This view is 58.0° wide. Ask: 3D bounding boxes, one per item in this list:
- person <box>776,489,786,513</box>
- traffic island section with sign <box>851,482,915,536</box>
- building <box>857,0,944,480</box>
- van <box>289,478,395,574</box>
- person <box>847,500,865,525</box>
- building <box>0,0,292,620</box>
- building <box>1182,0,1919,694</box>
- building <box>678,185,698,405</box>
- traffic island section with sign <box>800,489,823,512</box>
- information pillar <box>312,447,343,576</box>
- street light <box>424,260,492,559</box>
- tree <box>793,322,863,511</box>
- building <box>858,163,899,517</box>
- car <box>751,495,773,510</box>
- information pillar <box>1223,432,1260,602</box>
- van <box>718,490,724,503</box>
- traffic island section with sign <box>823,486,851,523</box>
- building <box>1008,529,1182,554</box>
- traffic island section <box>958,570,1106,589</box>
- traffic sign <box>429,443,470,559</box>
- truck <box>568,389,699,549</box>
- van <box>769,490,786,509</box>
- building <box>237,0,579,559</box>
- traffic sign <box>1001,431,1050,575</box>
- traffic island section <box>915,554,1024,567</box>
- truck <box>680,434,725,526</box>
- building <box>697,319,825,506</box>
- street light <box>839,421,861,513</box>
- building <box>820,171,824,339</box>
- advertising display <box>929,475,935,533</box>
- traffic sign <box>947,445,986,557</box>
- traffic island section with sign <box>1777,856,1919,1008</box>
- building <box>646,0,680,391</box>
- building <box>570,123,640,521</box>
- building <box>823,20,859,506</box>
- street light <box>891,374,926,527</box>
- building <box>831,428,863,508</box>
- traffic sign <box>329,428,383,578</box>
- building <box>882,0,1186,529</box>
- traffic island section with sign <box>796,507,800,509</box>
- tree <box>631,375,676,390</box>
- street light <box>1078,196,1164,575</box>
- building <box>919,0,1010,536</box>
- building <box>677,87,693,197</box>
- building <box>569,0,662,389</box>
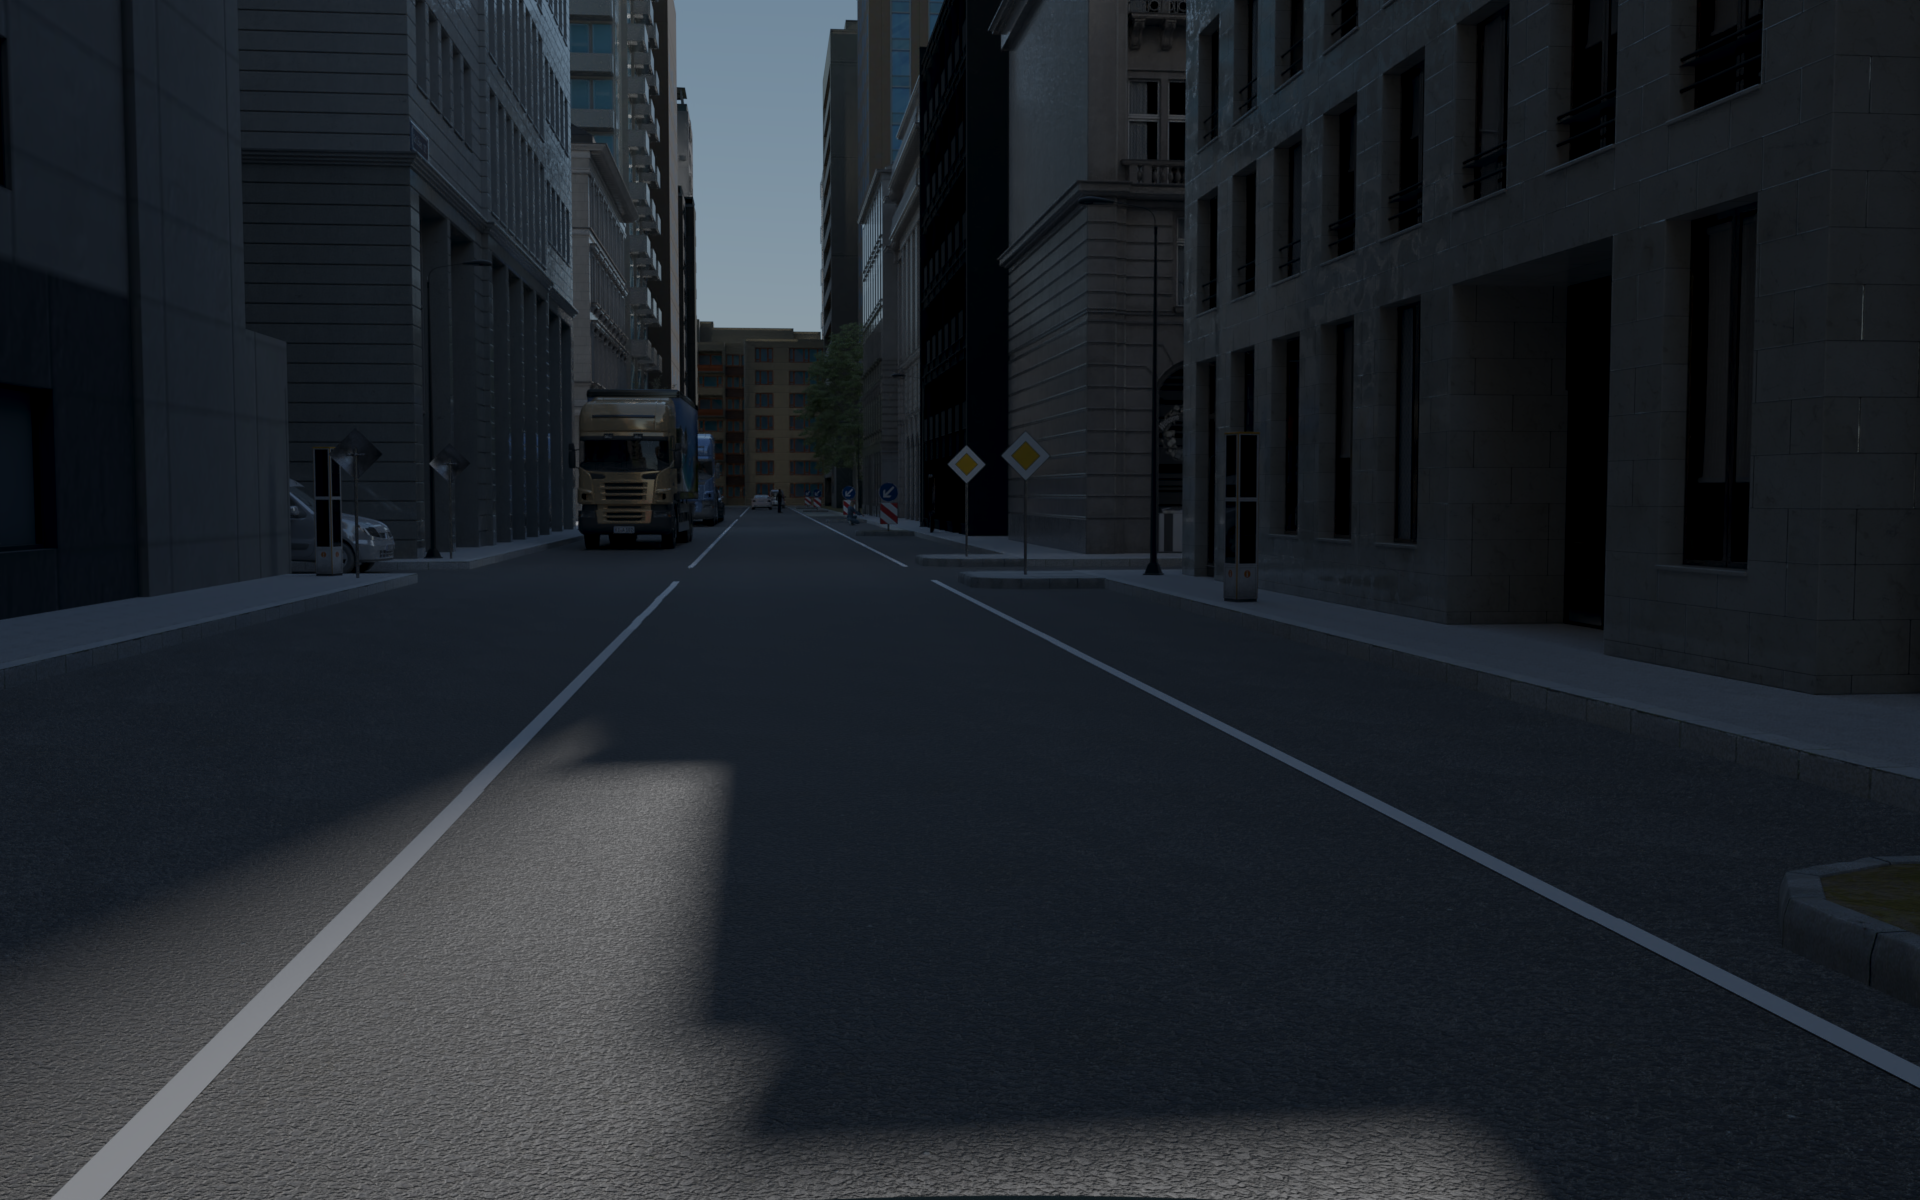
[{"bbox_3d":[-13.610,-7.491,130.995,0.705,1.821,1.348,-3,4,-36],"label":"person"},{"bbox_3d":[-2.636,-3.143,60.020,1.989,1.847,2.006,0,4,-6],"label":"traffic island section with sign"},{"bbox_3d":[-0.141,-29.117,126.166,14.600,45.320,14.200,0,4,-6],"label":"building"},{"bbox_3d":[-12.281,-1.466,30.978,4.112,2.044,2.013,0,4,-5],"label":"van"},{"bbox_3d":[-4.881,-4.008,79.530,0.738,1.151,1.012,-1,4,-23],"label":"person"},{"bbox_3d":[-19.908,-35.250,14.597,20.611,71.187,20.563,0,4,-6],"label":"building"},{"bbox_3d":[9.659,-10.066,19.332,10.420,20.320,16.860,0,4,-6],"label":"building"},{"bbox_3d":[-31.727,-23.793,160.716,14.160,30.474,14.107,0,4,-6],"label":"building"},{"bbox_3d":[-11.417,-7.846,136.914,1.989,1.847,2.006,0,4,-6],"label":"traffic island section with sign"},{"bbox_3d":[-9.899,-1.384,27.127,0.304,2.012,0.304,1,4,13],"label":"information pillar"},{"bbox_3d":[-9.971,-3.786,34.435,1.470,5.913,1.316,0,4,-6],"label":"street light"},{"bbox_3d":[-7.349,-12.036,114.912,7.486,12.596,7.792,0,3,0],"label":"tree"},{"bbox_3d":[-0.609,-15.464,101.982,9.793,20.994,18.267,0,4,-6],"label":"building"},{"bbox_3d":[-18.120,-8.937,158.485,2.083,1.381,4.827,0,4,-6],"label":"car"},{"bbox_3d":[3.347,-0.986,20.607,0.304,2.012,0.304,-2,4,-23],"label":"information pillar"},{"bbox_3d":[-21.962,-8.978,153.809,2.013,2.044,4.112,0,4,-8],"label":"van"},{"bbox_3d":[-5.706,-4.783,86.832,1.989,1.847,2.006,0,4,-6],"label":"traffic island section with sign"},{"bbox_3d":[13.483,-12.328,43.367,24.055,21.916,13.314,0,4,-6],"label":"building"},{"bbox_3d":[1.060,-0.326,27.604,2.009,0.180,2.903,0,4,-6],"label":"traffic island section"},{"bbox_3d":[-10.098,-1.876,34.315,0.795,2.450,0.064,0,4,-6],"label":"traffic sign"},{"bbox_3d":[-8.928,-3.653,48.640,2.839,4.237,11.283,0,4,-5],"label":"truck"},{"bbox_3d":[-18.285,-10.121,172.495,2.013,2.044,4.112,0,4,-7],"label":"van"},{"bbox_3d":[-17.752,-16.506,47.362,11.434,29.767,29.804,0,4,-6],"label":"building"},{"bbox_3d":[1.038,-1.461,27.524,0.795,2.450,0.064,0,4,-6],"label":"traffic sign"},{"bbox_3d":[0.154,-0.811,35.538,2.009,0.180,2.903,0,4,-6],"label":"traffic island section"},{"bbox_3d":[-12.816,-5.729,83.423,2.967,4.110,18.799,0,4,-6],"label":"truck"},{"bbox_3d":[-30.983,-22.049,205.534,28.899,21.520,27.650,0,4,-6],"label":"building"},{"bbox_3d":[-6.985,-8.422,110.245,1.470,5.913,1.316,0,4,-6],"label":"street light"},{"bbox_3d":[-8.962,-31.678,201.525,14.086,41.232,14.154,0,4,-6],"label":"building"},{"bbox_3d":[-0.931,-3.214,57.766,0.123,1.923,0.974,0,4,5],"label":"advertising display"},{"bbox_3d":[0.132,-1.946,35.458,0.795,2.450,0.064,0,4,-6],"label":"traffic sign"},{"bbox_3d":[3.635,0.215,5.111,1.989,1.847,2.006,0,4,-6],"label":"traffic island section with sign"},{"bbox_3d":[-30.912,-30.273,145.075,14.600,45.320,14.200,0,4,-6],"label":"building"},{"bbox_3d":[-21.949,-14.162,82.464,10.553,20.767,40.483,0,4,-6],"label":"building"},{"bbox_3d":[-2.816,-33.772,175.867,21.300,48.544,21.600,0,4,-6],"label":"building"},{"bbox_3d":[-1.958,-5.779,67.034,1.470,5.913,1.316,0,4,-6],"label":"street light"},{"bbox_3d":[0.588,-51.132,148.675,22.319,86.520,31.000,0,4,-6],"label":"building"},{"bbox_3d":[-9.192,-1.391,26.381,0.795,2.450,0.064,0,4,-6],"label":"traffic sign"},{"bbox_3d":[3.821,-14.642,81.200,13.314,21.916,24.055,0,4,-6],"label":"building"},{"bbox_3d":[-14.579,-9.534,164.504,1.989,1.847,2.006,0,4,-6],"label":"traffic island section with sign"},{"bbox_3d":[-19.252,-9.590,107.165,4.360,8.622,3.978,0,3,0],"label":"tree"},{"bbox_3d":[2.533,-3.347,27.266,1.470,5.913,1.316,0,4,-6],"label":"street light"},{"bbox_3d":[5.424,-14.115,60.461,12.332,23.373,15.834,0,4,-6],"label":"building"},{"bbox_3d":[-34.091,-30.107,175.840,14.086,41.232,14.154,0,4,-6],"label":"building"},{"bbox_3d":[-32.900,-30.746,122.304,23.786,49.044,30.456,0,4,-6],"label":"building"}]
